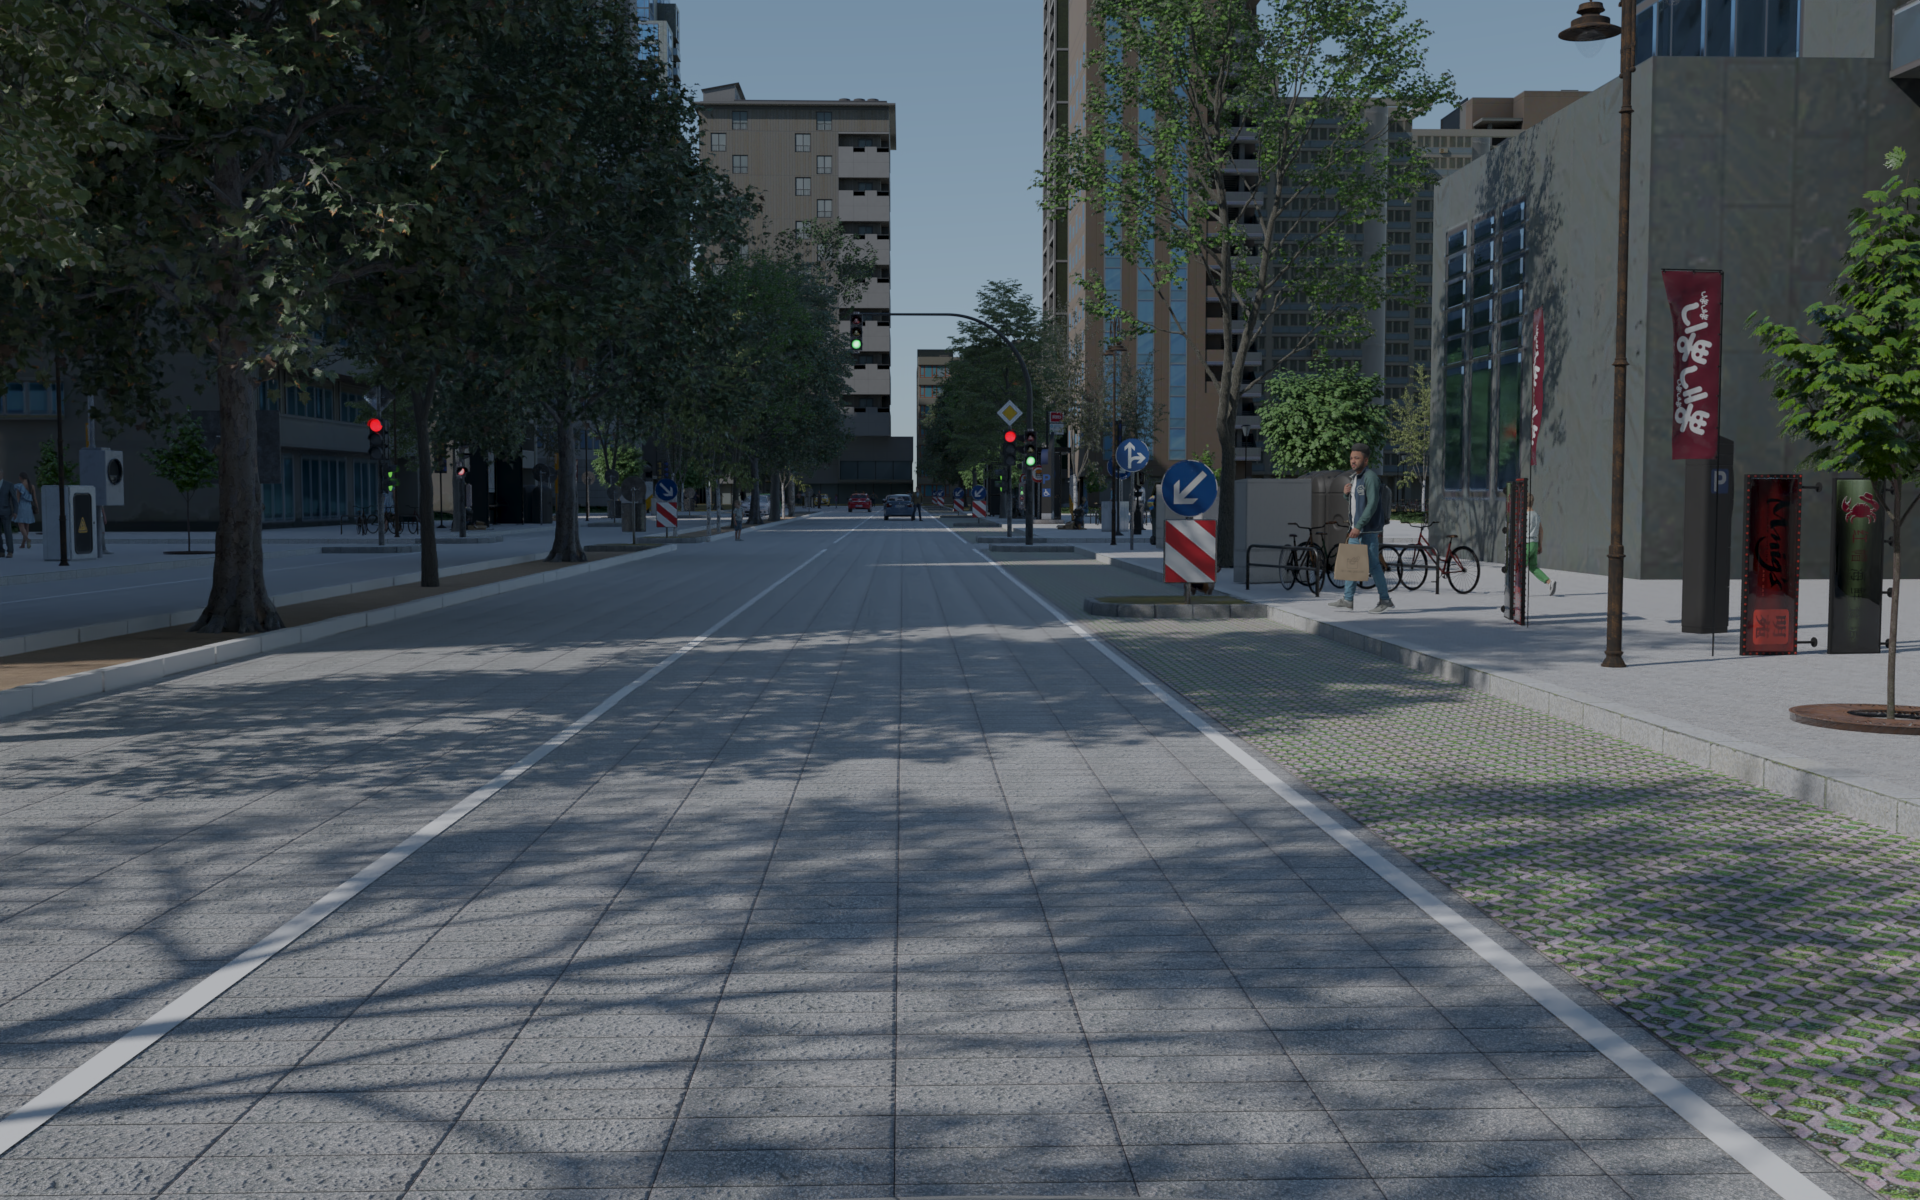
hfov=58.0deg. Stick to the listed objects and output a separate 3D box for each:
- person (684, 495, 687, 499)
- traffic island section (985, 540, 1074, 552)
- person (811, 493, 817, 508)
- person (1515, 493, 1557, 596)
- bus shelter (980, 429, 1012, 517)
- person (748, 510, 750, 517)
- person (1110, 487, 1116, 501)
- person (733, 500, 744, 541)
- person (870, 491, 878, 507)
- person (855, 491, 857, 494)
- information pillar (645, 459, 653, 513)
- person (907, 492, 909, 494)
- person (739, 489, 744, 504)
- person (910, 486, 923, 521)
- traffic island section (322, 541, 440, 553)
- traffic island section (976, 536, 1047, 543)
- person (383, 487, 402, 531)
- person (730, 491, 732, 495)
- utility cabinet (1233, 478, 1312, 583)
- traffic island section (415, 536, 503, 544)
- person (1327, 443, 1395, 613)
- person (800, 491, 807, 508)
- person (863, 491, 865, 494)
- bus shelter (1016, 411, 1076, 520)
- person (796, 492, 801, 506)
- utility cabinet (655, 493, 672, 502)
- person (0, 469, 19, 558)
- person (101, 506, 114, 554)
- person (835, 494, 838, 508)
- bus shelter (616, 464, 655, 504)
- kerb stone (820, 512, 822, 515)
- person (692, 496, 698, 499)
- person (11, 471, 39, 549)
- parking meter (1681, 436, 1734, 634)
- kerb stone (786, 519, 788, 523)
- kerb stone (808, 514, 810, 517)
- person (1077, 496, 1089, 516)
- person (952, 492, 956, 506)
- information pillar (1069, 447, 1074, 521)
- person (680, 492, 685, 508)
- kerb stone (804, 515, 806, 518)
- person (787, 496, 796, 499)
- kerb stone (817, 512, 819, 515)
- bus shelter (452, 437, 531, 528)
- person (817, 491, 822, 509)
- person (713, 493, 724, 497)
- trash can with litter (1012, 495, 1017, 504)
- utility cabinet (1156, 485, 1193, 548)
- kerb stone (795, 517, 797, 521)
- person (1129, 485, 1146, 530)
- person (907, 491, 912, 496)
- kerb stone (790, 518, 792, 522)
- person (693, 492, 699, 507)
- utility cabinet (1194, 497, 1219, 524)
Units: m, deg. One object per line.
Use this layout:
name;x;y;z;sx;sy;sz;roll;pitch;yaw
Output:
person;-31.709;-11.807;199.823;0.721;1.736;1.217;-1;4;-14
traffic island section;1.765;-1.316;43.796;2.009;0.180;2.903;0;4;-2
person;-15.246;-10.443;179.386;1.348;1.807;0.705;1;4;17
person;7.143;-0.692;21.613;0.590;1.304;0.306;2;4;34
bus shelter;2.303;-7.599;101.877;2.179;5.291;8.768;0;4;-2
person;-12.770;-6.045;107.550;0.699;1.804;1.509;1;4;20
person;11.008;-7.219;124.091;0.620;1.820;0.660;1;4;19
person;-6.759;-2.431;52.928;0.332;1.250;0.352;0;4;5
person;-9.560;-11.090;190.546;1.217;1.735;0.721;2;4;24
person;-10.953;-10.705;184.041;0.721;1.766;1.217;-2;4;-34
information pillar;-20.678;-7.568;115.093;0.504;3.616;0.183;0;4;-7
person;-6.252;-11.847;203.025;0.721;1.723;1.217;0;4;-6
person;-21.918;-10.287;174.257;0.705;1.821;1.348;-3;5;-44
person;-2.313;-5.107;91.914;0.836;1.842;0.656;3;5;45
traffic island section;-14.468;-1.284;43.269;2.009;0.180;2.903;0;4;-2
traffic island section;1.502;-1.804;51.776;2.009;0.180;2.903;0;4;-2
person;-19.470;-3.240;59.111;0.616;1.811;0.778;3;4;38
person;-25.324;-11.392;193.100;0.742;1.727;0.445;1;4;15
utility cabinet;4.503;-0.997;24.983;1.173;1.500;0.318;-2;4;-29
traffic island section;-14.731;-1.772;51.250;2.009;0.180;2.903;0;4;-2
person;4.310;-0.766;18.553;0.713;1.824;0.794;1;4;12
person;-15.616;-10.077;173.988;1.217;1.736;0.721;-3;5;-43
person;-11.147;-11.723;200.185;1.348;1.822;0.705;1;4;16
bus shelter;4.050;-6.349;81.435;2.179;5.291;8.768;0;4;-2
person;-18.595;-11.675;200.102;1.217;1.736;0.721;0;4;1
utility cabinet;-20.420;-6.768;119.331;1.173;1.500;0.318;-1;4;-15
person;-19.332;-1.752;34.857;0.661;1.801;0.590;-1;4;-11
person;-18.309;-1.720;36.755;0.523;1.515;0.503;0;4;3
person;-12.464;-9.883;173.308;0.599;1.433;0.991;0;4;-3
bus shelter;-20.280;-6.941;107.410;2.014;3.302;5.546;0;4;-2
kerb stone;-9.760;-5.926;119.147;0.120;0.150;1.000;0;4;-2
person;-26.731;-10.174;173.180;1.217;1.735;0.721;0;4;1
person;-21.931;-2.113;40.690;0.778;1.811;0.616;3;5;43
parking meter;6.908;-0.629;15.994;0.399;1.863;0.255;-2;4;-26
kerb stone;-8.614;-3.800;84.324;0.120;0.150;1.000;0;4;-2
kerb stone;-9.293;-5.044;104.820;0.120;0.150;1.000;0;4;-2
person;7.191;-5.492;101.328;0.738;1.151;1.012;-1;4;-9
person;-0.488;-10.742;182.128;0.568;1.767;0.683;2;4;26
information pillar;4.865;-5.115;74.991;0.183;3.616;0.504;-1;4;-16
person;-25.165;-9.254;158.143;0.742;1.727;0.445;-1;4;-19
kerb stone;-9.125;-4.734;99.682;0.120;0.150;1.000;0;4;-2
person;-16.072;-9.617;165.867;0.705;1.807;1.348;2;4;33
kerb stone;-9.634;-5.679;115.053;0.120;0.150;1.000;0;4;-2
bus shelter;-18.585;-4.756;69.044;1.731;3.624;6.357;0;4;-2
person;-13.771;-9.857;170.210;0.434;1.755;0.990;1;4;20
person;-28.231;-11.987;202.164;1.348;1.807;0.705;1;4;15
trash can with litter;3.008;-5.156;95.360;1.678;1.210;2.233;-1;4;-13
utility cabinet;5.134;-1.970;40.885;1.173;1.500;0.318;-3;5;-42
kerb stone;-8.857;-4.238;91.489;0.120;0.150;1.000;0;4;-2
person;6.325;-3.404;61.803;0.679;1.850;0.850;-2;4;-31
person;-5.890;-11.768;200.985;1.350;1.814;0.705;2;4;32
kerb stone;-8.718;-3.988;87.395;0.120;0.150;1.000;0;4;-2
person;-25.264;-9.754;165.977;0.568;1.767;0.683;1;4;9
utility cabinet;5.424;-1.570;36.826;1.020;1.237;0.306;-2;4;-34
